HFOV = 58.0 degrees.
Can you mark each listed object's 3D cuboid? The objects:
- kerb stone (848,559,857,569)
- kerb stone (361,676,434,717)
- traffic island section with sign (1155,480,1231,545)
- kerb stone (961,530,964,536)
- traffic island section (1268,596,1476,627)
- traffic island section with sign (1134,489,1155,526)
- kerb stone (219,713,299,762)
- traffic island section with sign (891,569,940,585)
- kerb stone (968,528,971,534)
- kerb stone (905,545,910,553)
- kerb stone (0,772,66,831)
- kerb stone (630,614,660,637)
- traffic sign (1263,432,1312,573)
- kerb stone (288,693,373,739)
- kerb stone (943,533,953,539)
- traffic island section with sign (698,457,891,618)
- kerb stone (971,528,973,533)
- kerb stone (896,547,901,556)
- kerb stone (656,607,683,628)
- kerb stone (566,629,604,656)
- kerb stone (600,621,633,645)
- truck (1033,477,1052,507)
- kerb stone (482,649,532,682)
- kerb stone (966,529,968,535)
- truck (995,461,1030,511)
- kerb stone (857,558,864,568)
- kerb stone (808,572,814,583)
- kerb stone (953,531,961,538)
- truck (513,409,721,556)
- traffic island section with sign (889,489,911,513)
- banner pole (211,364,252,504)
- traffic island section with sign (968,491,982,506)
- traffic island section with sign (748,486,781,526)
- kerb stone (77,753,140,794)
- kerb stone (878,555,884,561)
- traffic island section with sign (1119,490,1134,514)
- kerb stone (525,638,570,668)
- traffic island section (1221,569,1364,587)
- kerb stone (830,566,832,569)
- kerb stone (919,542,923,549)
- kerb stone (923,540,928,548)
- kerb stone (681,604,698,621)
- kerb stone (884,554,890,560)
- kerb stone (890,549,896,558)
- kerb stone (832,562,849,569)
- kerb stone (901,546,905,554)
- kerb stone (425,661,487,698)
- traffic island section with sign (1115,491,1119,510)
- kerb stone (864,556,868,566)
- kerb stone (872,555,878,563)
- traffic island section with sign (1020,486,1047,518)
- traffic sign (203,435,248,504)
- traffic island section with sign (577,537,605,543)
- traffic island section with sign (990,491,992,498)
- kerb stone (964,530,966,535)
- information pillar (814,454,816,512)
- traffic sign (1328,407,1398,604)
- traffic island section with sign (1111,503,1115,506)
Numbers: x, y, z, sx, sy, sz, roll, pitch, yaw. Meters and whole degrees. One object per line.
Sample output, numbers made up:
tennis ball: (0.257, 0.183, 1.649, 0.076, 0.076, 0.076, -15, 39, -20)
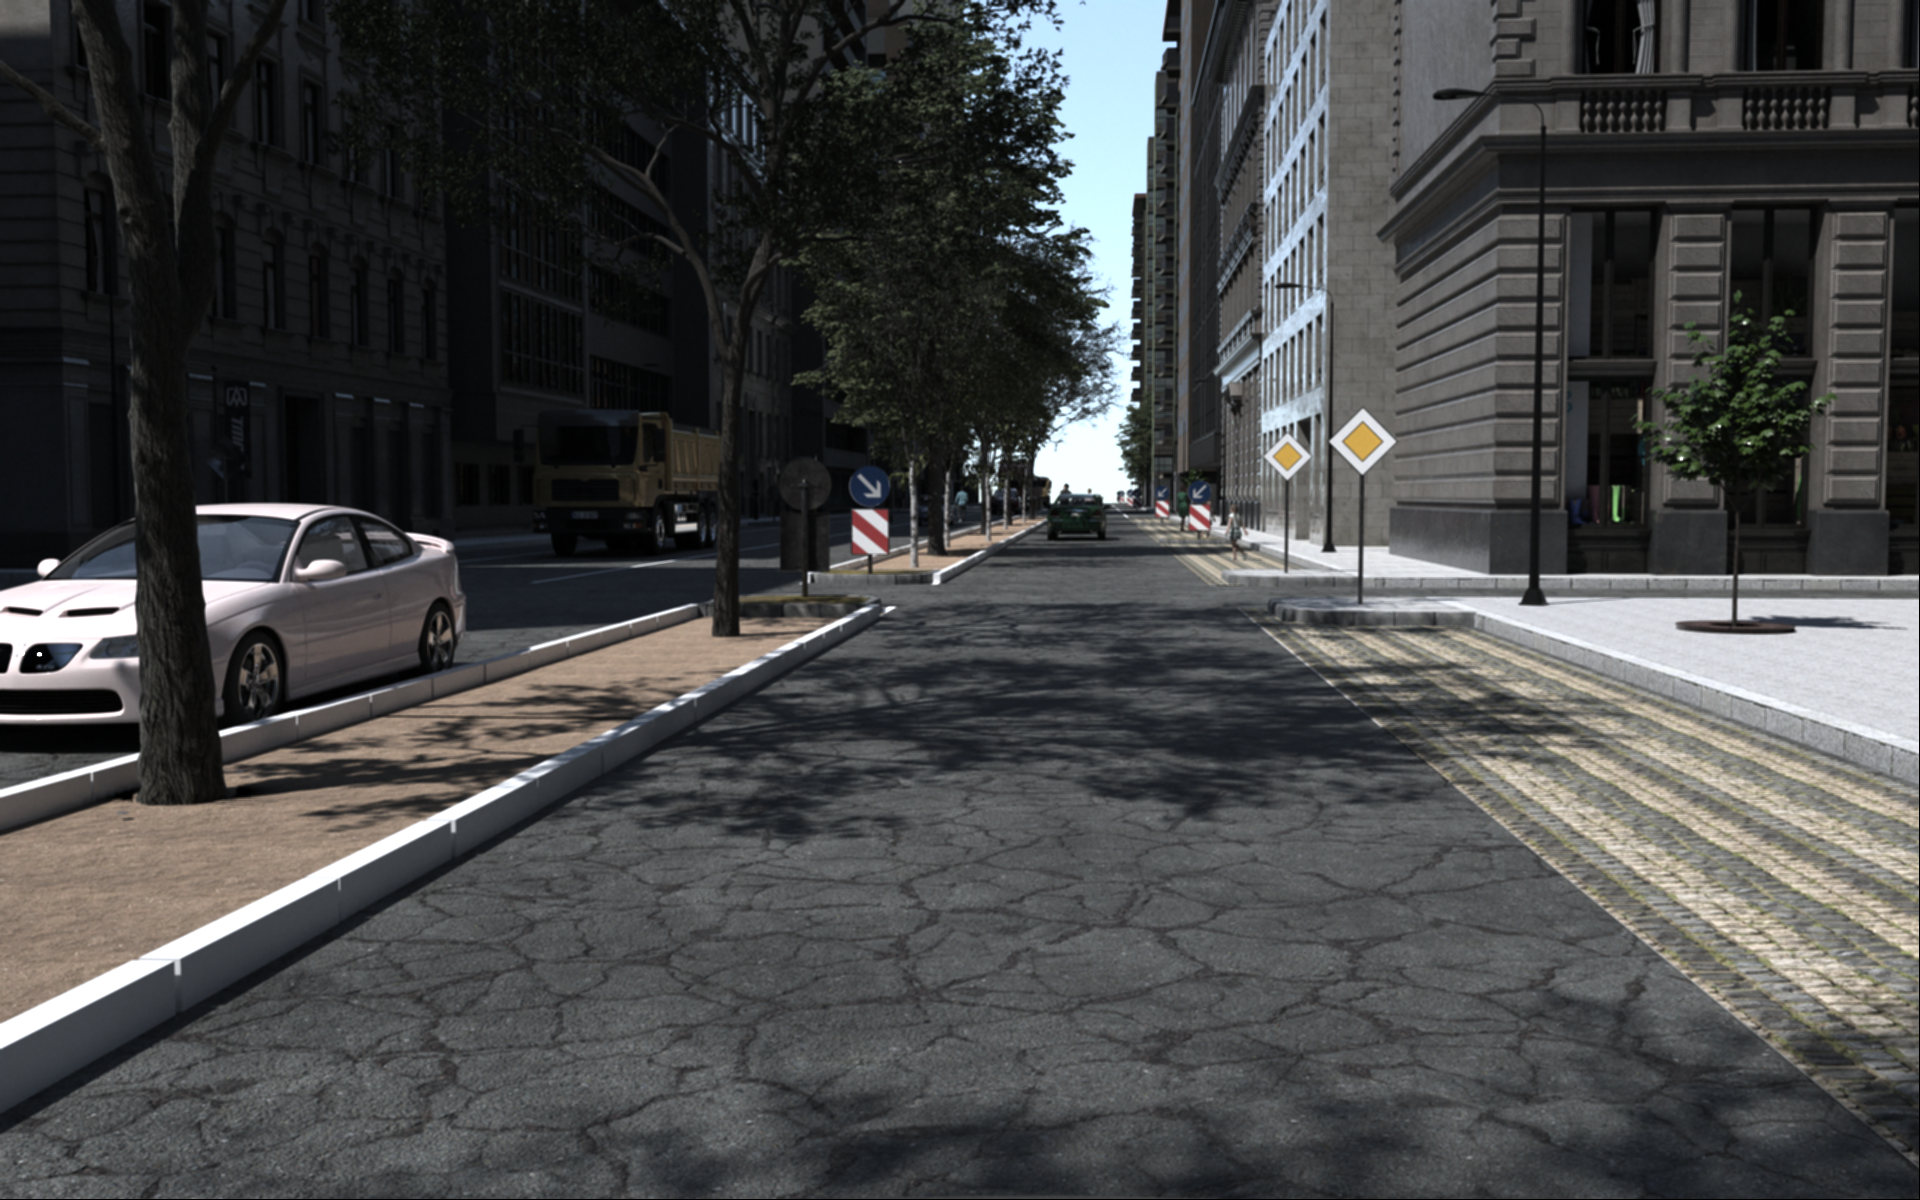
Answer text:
kerb stone: (-2.107, -0.630, 32.506, 0.120, 0.150, 1.000, 0, 4, 5)
kerb stone: (-3.779, 0.650, 11.569, 0.120, 0.150, 1.000, 0, 4, 5)
traffic island section with sign: (6.722, -2.513, 49.723, 1.989, 1.847, 2.006, 0, 4, 5)
kerb stone: (-0.060, -2.195, 58.081, 0.120, 0.150, 1.000, 0, 4, 5)
traffic island section: (4.680, 0.129, 20.170, 2.009, 0.180, 2.903, 0, 4, 5)
traffic island section with sign: (8.954, -4.234, 77.854, 1.989, 1.847, 2.006, 0, 4, 5)
kerb stone: (-3.939, 0.775, 9.527, 0.120, 0.150, 1.000, 0, 4, 5)
traffic island section with sign: (-1.385, -1.235, 28.323, 2.006, 1.907, 1.989, 0, 4, 5)
kerb stone: (0.192, -2.382, 61.142, 0.120, 0.150, 1.000, 0, 4, 5)
kerb stone: (-1.368, -1.194, 41.730, 0.120, 0.150, 1.000, 0, 4, 5)
kerb stone: (-4.104, 0.900, 7.489, 0.120, 0.150, 1.000, 0, 4, 5)
kerb stone: (-3.281, 0.275, 17.697, 0.120, 0.150, 1.000, 0, 4, 5)
traffic sign: (5.292, -1.493, 28.054, 0.795, 2.450, 0.064, 0, 4, 5)
kerb stone: (-3.861, 0.714, 10.550, 0.120, 0.150, 1.000, 0, 4, 5)
kerb stone: (-0.386, -1.942, 53.985, 0.120, 0.150, 1.000, 0, 4, 5)
traffic island section with sign: (-1.985, -0.783, 20.940, 2.006, 1.907, 1.989, 0, 4, 5)
kerb stone: (0.272, -2.445, 62.173, 0.120, 0.150, 1.000, 0, 4, 5)
kerb stone: (-1.527, -1.069, 39.674, 0.120, 0.150, 1.000, 0, 4, 5)
kerb stone: (-3.199, 0.212, 18.725, 0.120, 0.150, 1.000, 0, 4, 5)
kerb stone: (-3.447, 0.400, 15.654, 0.120, 0.150, 1.000, 0, 4, 5)
kerb stone: (-3.371, 0.339, 16.679, 0.120, 0.150, 1.000, 0, 4, 5)
truck: (8.741, -12.182, 195.105, 3.469, 3.379, 9.791, 0, 4, 5)
kerb stone: (-3.608, 0.527, 13.609, 0.120, 0.150, 1.000, 0, 4, 5)
kerb stone: (0.100, -2.319, 60.119, 0.120, 0.150, 1.000, 0, 4, 5)
truck: (4.696, -9.789, 148.957, 2.839, 4.237, 11.283, 0, 4, 5)
kerb stone: (-2.027, -0.693, 33.528, 0.120, 0.150, 1.000, 0, 4, 5)
kerb stone: (-2.433, -0.379, 28.400, 0.120, 0.150, 1.000, 0, 4, 5)
kerb stone: (-0.144, -2.133, 57.062, 0.120, 0.150, 1.000, 0, 4, 5)
truck: (-8.056, -2.848, 42.484, 3.469, 3.379, 9.791, 0, 4, 4)
traffic island section with sign: (-4.556, -7.381, 129.299, 1.989, 1.847, 2.006, 0, 4, 5)
banner pole: (-14.175, -2.667, 33.624, 0.863, 3.779, 0.401, -2, 4, -31)
traffic island section with sign: (2.006, -12.400, 211.360, 1.989, 1.847, 2.006, 0, 4, 5)
traffic island section with sign: (-8.541, -4.320, 79.256, 1.989, 1.847, 2.006, 0, 4, 5)
kerb stone: (-4.026, 0.840, 8.508, 0.120, 0.150, 1.000, 0, 4, 5)
kerb stone: (-1.778, -0.879, 36.607, 0.120, 0.150, 1.000, 0, 4, 5)
traffic island section with sign: (12.939, -7.278, 127.621, 1.989, 1.847, 2.006, 0, 4, 5)
kerb stone: (-3.532, 0.463, 14.632, 0.120, 0.150, 1.000, 0, 4, 5)
traffic island section: (5.316, -0.358, 28.130, 2.009, 0.180, 2.903, 0, 4, 5)
kerb stone: (-2.347, -0.442, 29.422, 0.120, 0.150, 1.000, 0, 4, 5)
kerb stone: (-1.123, -1.382, 44.786, 0.120, 0.150, 1.000, 0, 4, 5)
kerb stone: (-0.954, -1.505, 46.831, 0.120, 0.150, 1.000, 0, 4, 5)
kerb stone: (-3.127, 0.152, 19.745, 0.120, 0.150, 1.000, 0, 4, 5)
kerb stone: (-1.696, -0.944, 37.625, 0.120, 0.150, 1.000, 0, 4, 5)
kerb stone: (-1.613, -1.006, 38.649, 0.120, 0.150, 1.000, 0, 4, 5)
kerb stone: (-2.191, -0.567, 31.470, 0.120, 0.150, 1.000, 0, 4, 5)
kerb stone: (-1.456, -1.132, 40.702, 0.120, 0.150, 1.000, 0, 4, 5)
kerb stone: (-3.695, 0.587, 12.591, 0.120, 0.150, 1.000, 0, 4, 5)
traffic island section with sign: (15.085, -8.924, 154.537, 1.989, 1.847, 2.006, 0, 4, 5)
kerb stone: (-1.935, -0.754, 34.552, 0.120, 0.150, 1.000, 0, 4, 5)
kerb stone: (-1.853, -0.819, 35.581, 0.120, 0.150, 1.000, 0, 4, 5)
traffic island section with sign: (4.590, -5.816, 103.224, 2.006, 1.907, 1.989, 0, 4, 5)
traffic sign: (-12.495, -1.581, 29.490, 0.795, 2.450, 0.064, 0, 4, 5)
traffic island section with sign: (-10.727, -2.651, 51.976, 1.989, 1.847, 2.006, 0, 4, 5)
traffic island section with sign: (4.173, -14.057, 238.453, 1.989, 1.847, 2.006, 0, 4, 5)
kerb stone: (0.015, -2.257, 59.100, 0.120, 0.150, 1.000, 0, 4, 5)
information pillar: (-8.402, -6.682, 100.604, 0.183, 3.616, 0.504, 0, 4, 1)
traffic sign: (4.656, -1.006, 20.094, 0.795, 2.450, 0.064, 0, 4, 5)
traffic island section with sign: (19.522, -12.314, 209.968, 1.989, 1.847, 2.006, 0, 4, 5)
